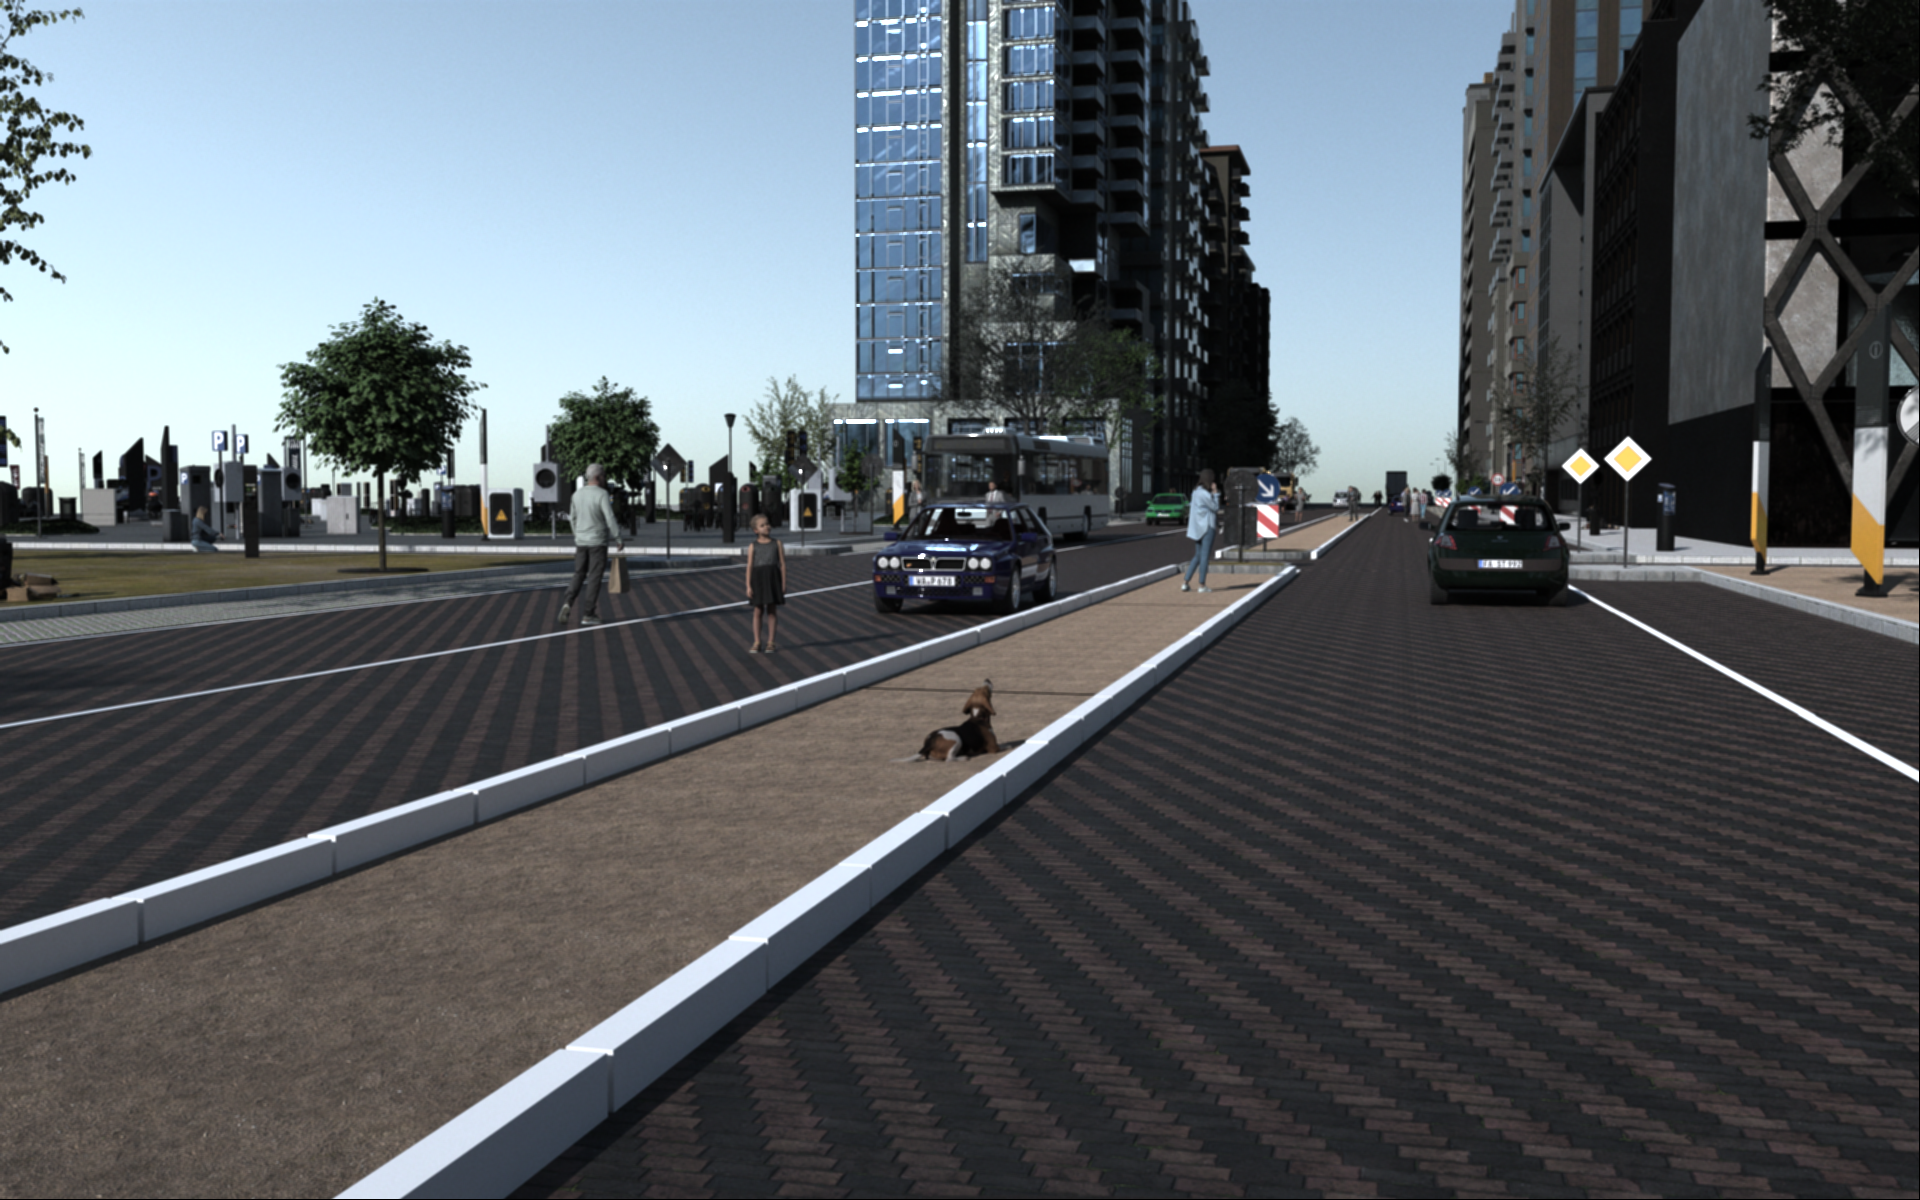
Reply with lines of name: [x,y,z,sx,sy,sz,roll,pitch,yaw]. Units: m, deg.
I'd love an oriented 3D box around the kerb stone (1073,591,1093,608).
kerb stone: [1.501,0.017,21.916,0.120,0.150,1.000,1,4,14]

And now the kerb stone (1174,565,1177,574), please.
kerb stone: [3.772,-0.531,30.871,0.120,0.150,1.000,1,4,14]

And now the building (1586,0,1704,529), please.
building: [32.889,-14.694,69.929,12.332,23.373,15.834,1,4,14]

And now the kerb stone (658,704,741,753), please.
kerb stone: [-1.518,0.747,9.981,0.120,0.150,1.000,1,4,14]

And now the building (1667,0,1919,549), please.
building: [28.342,-10.797,43.988,16.811,18.784,16.820,1,4,14]

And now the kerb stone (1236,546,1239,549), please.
kerb stone: [6.680,-1.227,42.321,0.120,0.150,1.000,1,4,14]

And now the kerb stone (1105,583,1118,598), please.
kerb stone: [2.010,-0.105,23.907,0.120,0.150,1.000,1,4,14]

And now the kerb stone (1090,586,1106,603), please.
kerb stone: [1.756,-0.043,22.906,0.120,0.150,1.000,1,4,14]

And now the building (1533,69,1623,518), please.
building: [39.462,-16.753,92.971,14.314,24.678,30.058,1,4,14]

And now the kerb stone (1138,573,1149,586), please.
kerb stone: [2.762,-0.286,26.891,0.120,0.150,1.000,1,4,14]

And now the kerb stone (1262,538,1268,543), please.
kerb stone: [8.935,-1.772,51.258,0.120,0.150,1.000,1,4,14]

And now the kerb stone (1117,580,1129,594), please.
kerb stone: [2.261,-0.158,24.898,0.120,0.150,1.000,1,4,14]

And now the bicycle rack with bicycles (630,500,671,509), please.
bicycle rack with bicycles: [-19.362,-5.728,107.039,2.852,0.926,2.925,3,5,44]

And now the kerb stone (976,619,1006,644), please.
kerb stone: [0.254,0.321,16.939,0.120,0.150,1.000,1,4,14]

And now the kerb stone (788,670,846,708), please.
kerb stone: [-1.017,0.625,11.976,0.120,0.150,1.000,1,4,14]

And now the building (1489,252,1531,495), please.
building: [56.429,-17.709,134.588,27.650,21.520,28.899,1,4,14]

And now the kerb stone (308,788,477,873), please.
kerb stone: [-2.278,0.929,7.000,0.120,0.150,1.000,1,4,14]

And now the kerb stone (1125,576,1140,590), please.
kerb stone: [2.514,-0.226,25.891,0.120,0.150,1.000,1,4,14]

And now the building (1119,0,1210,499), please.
building: [11.536,-33.298,164.031,23.786,49.044,30.456,1,4,14]

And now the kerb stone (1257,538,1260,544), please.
kerb stone: [8.188,-1.595,48.280,0.120,0.150,1.000,1,4,14]

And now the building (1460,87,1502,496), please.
building: [70.252,-35.334,201.420,21.300,48.544,21.600,1,4,14]

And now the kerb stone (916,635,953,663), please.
kerb stone: [-0.263,0.443,14.954,0.120,0.150,1.000,1,4,14]

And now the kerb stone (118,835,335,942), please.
kerb stone: [-2.526,0.995,5.998,0.120,0.150,1.000,1,4,14]

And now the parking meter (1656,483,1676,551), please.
parking meter: [15.868,-1.866,38.919,0.372,1.533,0.369,0,3,0]

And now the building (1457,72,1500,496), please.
building: [82.286,-43.122,247.038,21.231,58.520,28.212,1,4,14]

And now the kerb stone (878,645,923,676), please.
kerb stone: [-0.512,0.504,13.960,0.120,0.150,1.000,1,4,14]

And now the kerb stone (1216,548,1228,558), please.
kerb stone: [5.917,-1.048,39.334,0.120,0.150,1.000,1,4,14]

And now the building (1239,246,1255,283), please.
building: [30.029,-34.474,255.533,32.217,40.220,23.993,1,4,14]

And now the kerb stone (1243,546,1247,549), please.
kerb stone: [7.180,-1.352,44.311,0.120,0.150,1.000,1,4,14]

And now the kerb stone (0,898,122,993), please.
kerb stone: [-2.780,1.051,5.005,0.120,0.150,1.000,1,4,14]

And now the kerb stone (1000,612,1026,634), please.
kerb stone: [0.493,0.261,17.935,0.120,0.150,1.000,1,4,14]

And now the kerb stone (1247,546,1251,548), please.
kerb stone: [7.432,-1.413,45.302,0.120,0.150,1.000,1,4,14]

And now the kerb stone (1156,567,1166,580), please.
kerb stone: [3.269,-0.409,28.884,0.120,0.150,1.000,1,4,14]

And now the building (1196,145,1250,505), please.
building: [24.103,-34.276,215.029,22.147,44.769,28.867,1,4,14]

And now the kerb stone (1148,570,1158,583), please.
kerb stone: [3.020,-0.343,27.893,0.120,0.150,1.000,1,4,14]

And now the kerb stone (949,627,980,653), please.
kerb stone: [-0.015,0.386,15.946,0.120,0.150,1.000,1,4,14]

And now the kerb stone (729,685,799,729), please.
kerb stone: [-1.263,0.687,10.972,0.120,0.150,1.000,1,4,14]

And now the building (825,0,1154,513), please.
building: [3.759,-50.113,132.024,22.319,86.520,31.000,1,4,14]

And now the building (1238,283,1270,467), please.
building: [34.375,-28.343,235.108,14.160,30.474,14.107,1,4,14]

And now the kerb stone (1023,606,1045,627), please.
kerb stone: [0.747,0.202,18.926,0.120,0.150,1.000,1,4,14]

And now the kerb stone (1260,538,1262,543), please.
kerb stone: [8.430,-1.655,49.274,0.120,0.150,1.000,1,4,14]

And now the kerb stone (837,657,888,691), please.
kerb stone: [-0.758,0.564,12.968,0.120,0.150,1.000,1,4,14]

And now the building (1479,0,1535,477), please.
building: [61.881,-33.240,163.090,23.786,49.044,30.456,1,4,14]

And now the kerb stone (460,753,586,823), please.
kerb stone: [-2.020,0.869,7.996,0.120,0.150,1.000,1,4,14]

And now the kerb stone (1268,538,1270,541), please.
kerb stone: [9.186,-1.837,52.250,0.120,0.150,1.000,1,4,14]

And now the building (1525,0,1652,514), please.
building: [45.494,-28.399,114.435,14.600,45.320,14.200,1,4,14]

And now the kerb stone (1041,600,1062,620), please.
kerb stone: [0.993,0.139,19.919,0.120,0.150,1.000,1,4,14]

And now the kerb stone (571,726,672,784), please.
kerb stone: [-1.770,0.808,8.987,0.120,0.150,1.000,1,4,14]

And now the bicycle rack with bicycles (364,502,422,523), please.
bicycle rack with bicycles: [-25.068,-3.855,76.413,2.852,0.926,2.925,0,4,-1]

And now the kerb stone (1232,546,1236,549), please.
kerb stone: [6.422,-1.170,41.326,0.120,0.150,1.000,1,4,14]

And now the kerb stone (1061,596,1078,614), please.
kerb stone: [1.250,0.083,20.920,0.120,0.150,1.000,1,4,14]

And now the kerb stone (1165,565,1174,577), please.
kerb stone: [3.519,-0.470,29.875,0.120,0.150,1.000,1,4,14]

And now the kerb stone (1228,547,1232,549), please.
kerb stone: [6.176,-1.105,40.323,0.120,0.150,1.000,1,4,14]
